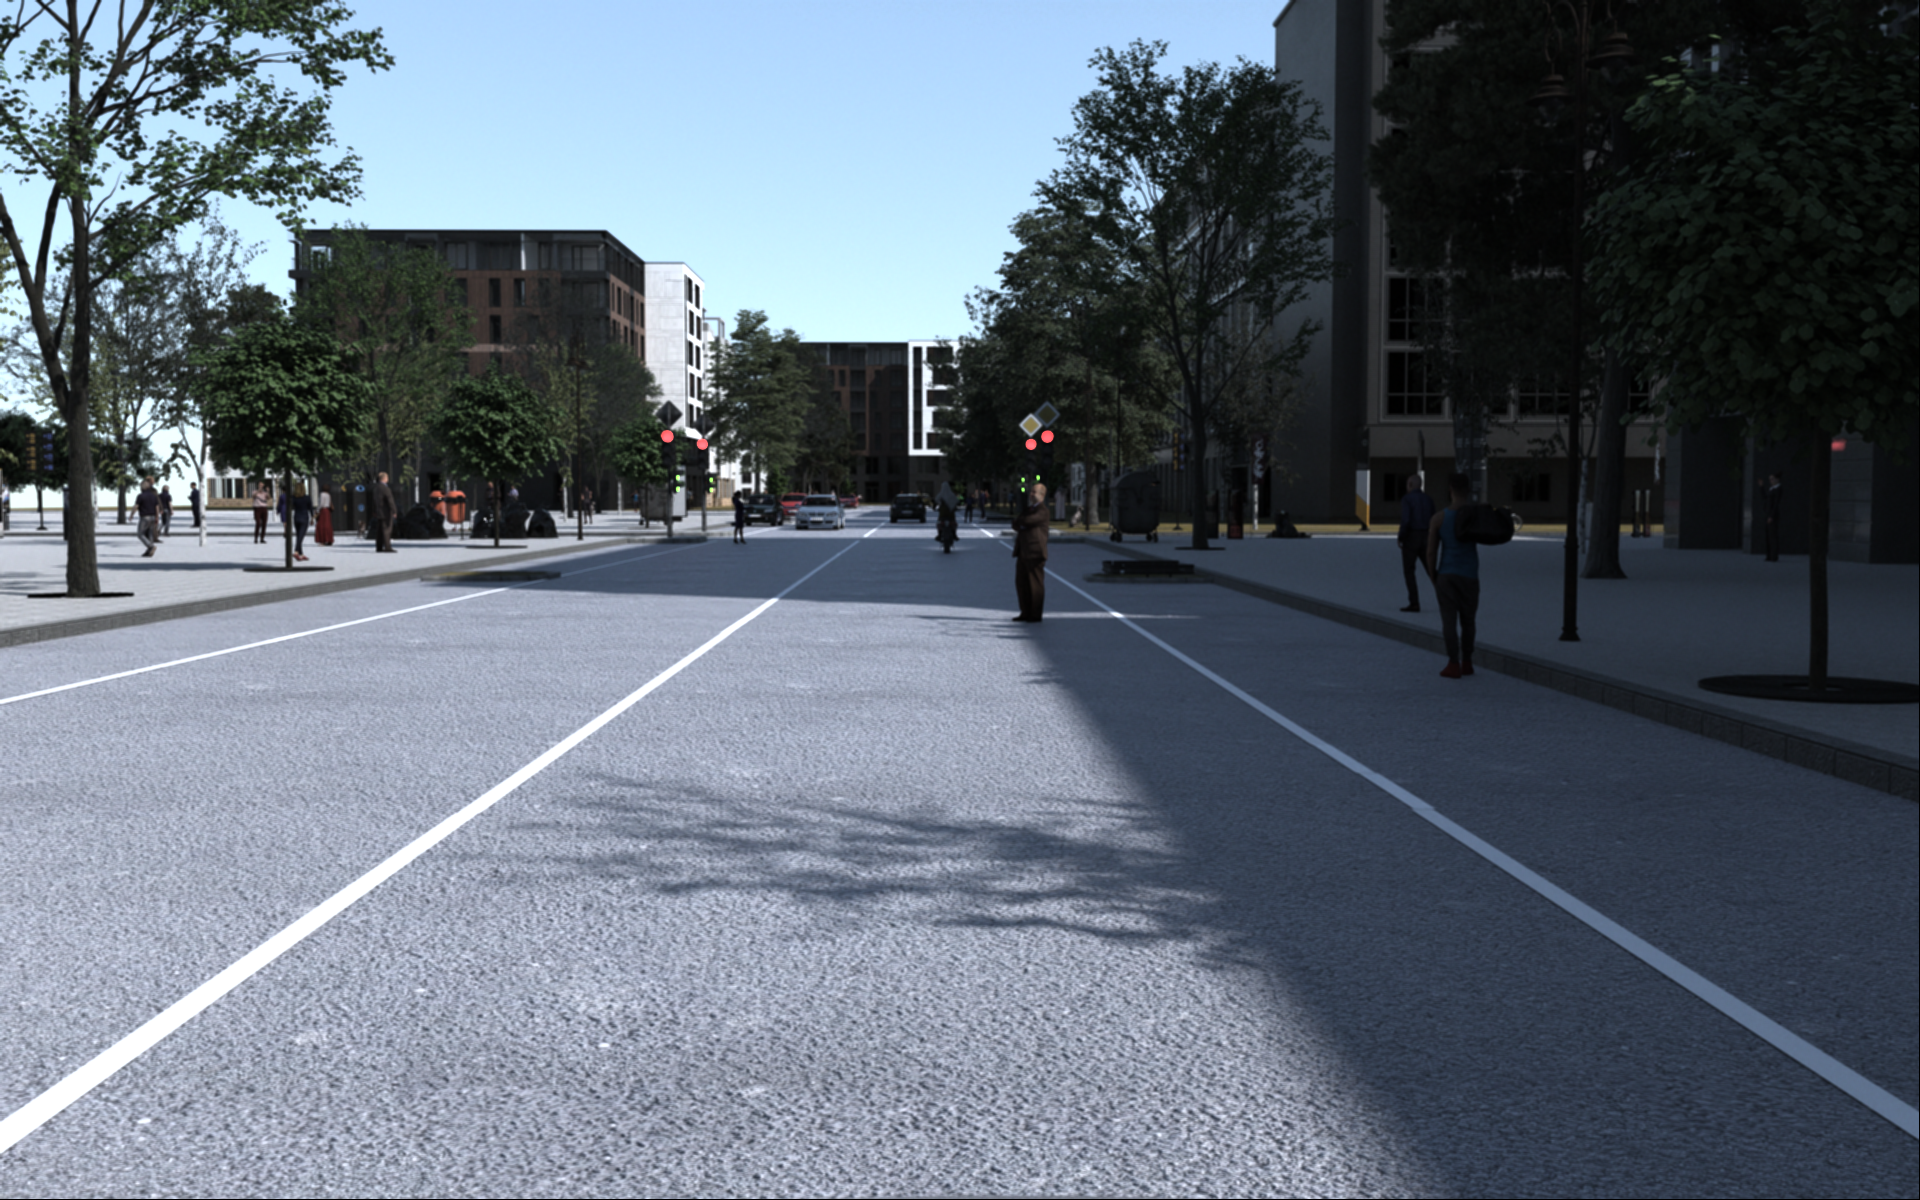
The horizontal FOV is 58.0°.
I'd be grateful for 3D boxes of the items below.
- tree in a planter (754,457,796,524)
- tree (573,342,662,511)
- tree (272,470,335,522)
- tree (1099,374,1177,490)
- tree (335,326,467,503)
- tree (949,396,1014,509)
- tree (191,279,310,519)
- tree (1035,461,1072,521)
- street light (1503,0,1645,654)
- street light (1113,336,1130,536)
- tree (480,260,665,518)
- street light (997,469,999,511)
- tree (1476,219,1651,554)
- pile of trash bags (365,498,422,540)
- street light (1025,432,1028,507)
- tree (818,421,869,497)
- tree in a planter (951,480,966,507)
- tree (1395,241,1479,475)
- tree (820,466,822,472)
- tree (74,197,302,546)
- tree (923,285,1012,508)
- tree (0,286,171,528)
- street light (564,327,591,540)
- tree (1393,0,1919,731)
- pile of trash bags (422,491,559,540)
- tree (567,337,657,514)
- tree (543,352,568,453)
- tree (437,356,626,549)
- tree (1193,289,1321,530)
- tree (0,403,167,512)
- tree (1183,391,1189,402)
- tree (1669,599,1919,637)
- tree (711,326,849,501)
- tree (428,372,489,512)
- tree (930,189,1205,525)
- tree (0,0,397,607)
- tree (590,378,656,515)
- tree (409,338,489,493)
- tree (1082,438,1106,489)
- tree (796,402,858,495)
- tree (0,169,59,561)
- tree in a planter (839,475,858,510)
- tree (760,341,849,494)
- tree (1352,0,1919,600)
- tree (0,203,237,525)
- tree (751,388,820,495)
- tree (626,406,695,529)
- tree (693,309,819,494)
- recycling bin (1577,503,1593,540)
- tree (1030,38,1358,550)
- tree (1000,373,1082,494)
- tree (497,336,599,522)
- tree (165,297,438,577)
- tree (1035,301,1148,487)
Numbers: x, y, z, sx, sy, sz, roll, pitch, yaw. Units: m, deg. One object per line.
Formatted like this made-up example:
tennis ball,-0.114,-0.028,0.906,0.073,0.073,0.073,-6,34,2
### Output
tree in a planter,-8.968,-5.341,84.548,1.991,3.239,1.994,0,4,-1
tree,-25.807,-12.922,129.406,7.486,12.596,7.792,0,3,0
tree,-31.784,-7.971,80.691,4.737,8.622,4.395,0,3,0
tree,9.798,-8.674,92.182,4.360,8.622,3.978,0,3,0
tree,-23.507,-7.559,73.959,4.737,8.622,4.395,0,3,0
tree,2.854,-12.977,146.589,8.767,10.594,7.601,1,4,21
tree,-35.661,-10.158,88.141,6.751,12.117,7.091,0,3,0
tree,4.630,-5.463,83.927,1.663,3.219,1.824,0,3,0
street light,5.340,-2.581,14.994,0.468,5.910,1.993,0,4,-1
street light,4.646,-4.767,50.726,0.468,5.910,1.993,0,4,-1
tree,-20.897,-11.097,91.808,12.009,13.543,11.850,0,3,0
street light,2.943,-9.813,133.222,0.468,5.910,1.993,0,4,-1
tree,13.464,-5.317,37.297,4.360,8.622,3.978,0,3,0
pile of trash bags,-15.670,-2.461,49.996,1.912,1.369,3.447,0,4,7
street light,3.746,-7.575,96.637,0.468,5.910,1.993,0,4,-1
tree,-14.446,-16.440,203.201,8.767,10.594,7.601,1,4,21
tree in a planter,-0.139,-11.785,189.899,1.991,3.239,1.994,0,4,-1
tree,13.303,-5.803,45.244,4.360,8.622,3.978,0,3,0
tree,-13.182,-12.344,152.184,4.360,8.622,3.978,0,3,0
tree,-18.813,-5.618,42.213,4.360,8.622,3.978,0,3,0
tree,1.919,-18.593,159.885,12.611,20.169,13.585,0,3,0
tree,-32.457,-6.990,64.645,4.737,8.622,4.395,0,3,0
street light,-10.607,-4.612,48.202,0.468,5.910,1.993,0,4,-1
tree,5.630,-1.683,11.225,4.285,4.588,4.351,0,3,0
pile of trash bags,-13.307,-2.438,49.621,1.912,1.369,3.447,2,4,34
tree,-23.758,-11.499,113.765,9.928,11.665,9.643,0,3,0
tree,-22.175,-8.616,66.629,9.928,11.665,9.643,0,3,0
tree,-11.150,-3.523,41.321,4.285,4.588,4.351,0,3,0
tree,10.618,-6.812,61.745,4.360,8.622,3.978,0,3,0
tree,-64.293,-9.673,121.055,11.467,7.101,20.602,0,4,-4
tree,12.588,-7.999,81.153,4.360,8.622,3.978,0,3,0
tree,12.480,-6.666,16.412,7.806,13.903,7.818,0,3,0
tree,-13.108,-13.196,126.124,12.009,13.543,11.850,0,3,0
tree,-35.428,-11.773,126.909,7.601,10.594,8.767,1,4,15
tree,5.365,-10.049,70.952,9.857,13.997,8.962,0,3,0
tree,-11.027,-5.830,21.083,9.928,11.665,9.643,0,3,0
tree,-20.679,-9.527,106.126,4.360,8.622,3.978,0,3,0
tree,-24.062,-8.053,82.025,4.360,8.622,3.978,0,3,0
tree,10.429,-11.171,133.008,4.737,8.622,4.395,0,3,0
tree,-14.961,-16.599,193.448,6.751,12.117,7.091,0,3,0
tree,-17.229,-4.774,28.409,4.737,8.622,4.395,0,3,0
tree in a planter,-10.493,-10.045,161.462,1.991,3.239,1.994,0,4,-1
tree,-12.731,-14.183,139.309,7.806,13.903,7.818,0,3,0
tree,9.989,-7.242,25.836,7.806,13.903,7.818,0,3,0
tree,-35.108,-9.914,72.471,12.009,13.543,11.850,0,3,0
tree,-12.408,-10.112,115.699,4.360,8.622,3.978,0,3,0
tree,-11.609,-4.948,64.616,4.285,4.588,4.351,0,3,0
tree,-12.563,-11.534,106.706,7.486,12.596,7.792,0,3,0
recycling bin,17.789,-2.227,48.970,0.722,1.027,0.722,3,5,45
tree,5.451,-6.974,39.774,9.928,11.665,9.643,0,3,0
tree,4.094,-9.207,100.890,4.737,8.622,4.395,0,3,0
tree,-18.443,-7.914,79.754,4.737,8.622,4.395,0,3,0
tree,-11.377,-2.770,29.002,4.285,4.588,4.351,0,3,0
tree,8.969,-12.521,112.149,7.806,13.903,7.818,0,3,0
